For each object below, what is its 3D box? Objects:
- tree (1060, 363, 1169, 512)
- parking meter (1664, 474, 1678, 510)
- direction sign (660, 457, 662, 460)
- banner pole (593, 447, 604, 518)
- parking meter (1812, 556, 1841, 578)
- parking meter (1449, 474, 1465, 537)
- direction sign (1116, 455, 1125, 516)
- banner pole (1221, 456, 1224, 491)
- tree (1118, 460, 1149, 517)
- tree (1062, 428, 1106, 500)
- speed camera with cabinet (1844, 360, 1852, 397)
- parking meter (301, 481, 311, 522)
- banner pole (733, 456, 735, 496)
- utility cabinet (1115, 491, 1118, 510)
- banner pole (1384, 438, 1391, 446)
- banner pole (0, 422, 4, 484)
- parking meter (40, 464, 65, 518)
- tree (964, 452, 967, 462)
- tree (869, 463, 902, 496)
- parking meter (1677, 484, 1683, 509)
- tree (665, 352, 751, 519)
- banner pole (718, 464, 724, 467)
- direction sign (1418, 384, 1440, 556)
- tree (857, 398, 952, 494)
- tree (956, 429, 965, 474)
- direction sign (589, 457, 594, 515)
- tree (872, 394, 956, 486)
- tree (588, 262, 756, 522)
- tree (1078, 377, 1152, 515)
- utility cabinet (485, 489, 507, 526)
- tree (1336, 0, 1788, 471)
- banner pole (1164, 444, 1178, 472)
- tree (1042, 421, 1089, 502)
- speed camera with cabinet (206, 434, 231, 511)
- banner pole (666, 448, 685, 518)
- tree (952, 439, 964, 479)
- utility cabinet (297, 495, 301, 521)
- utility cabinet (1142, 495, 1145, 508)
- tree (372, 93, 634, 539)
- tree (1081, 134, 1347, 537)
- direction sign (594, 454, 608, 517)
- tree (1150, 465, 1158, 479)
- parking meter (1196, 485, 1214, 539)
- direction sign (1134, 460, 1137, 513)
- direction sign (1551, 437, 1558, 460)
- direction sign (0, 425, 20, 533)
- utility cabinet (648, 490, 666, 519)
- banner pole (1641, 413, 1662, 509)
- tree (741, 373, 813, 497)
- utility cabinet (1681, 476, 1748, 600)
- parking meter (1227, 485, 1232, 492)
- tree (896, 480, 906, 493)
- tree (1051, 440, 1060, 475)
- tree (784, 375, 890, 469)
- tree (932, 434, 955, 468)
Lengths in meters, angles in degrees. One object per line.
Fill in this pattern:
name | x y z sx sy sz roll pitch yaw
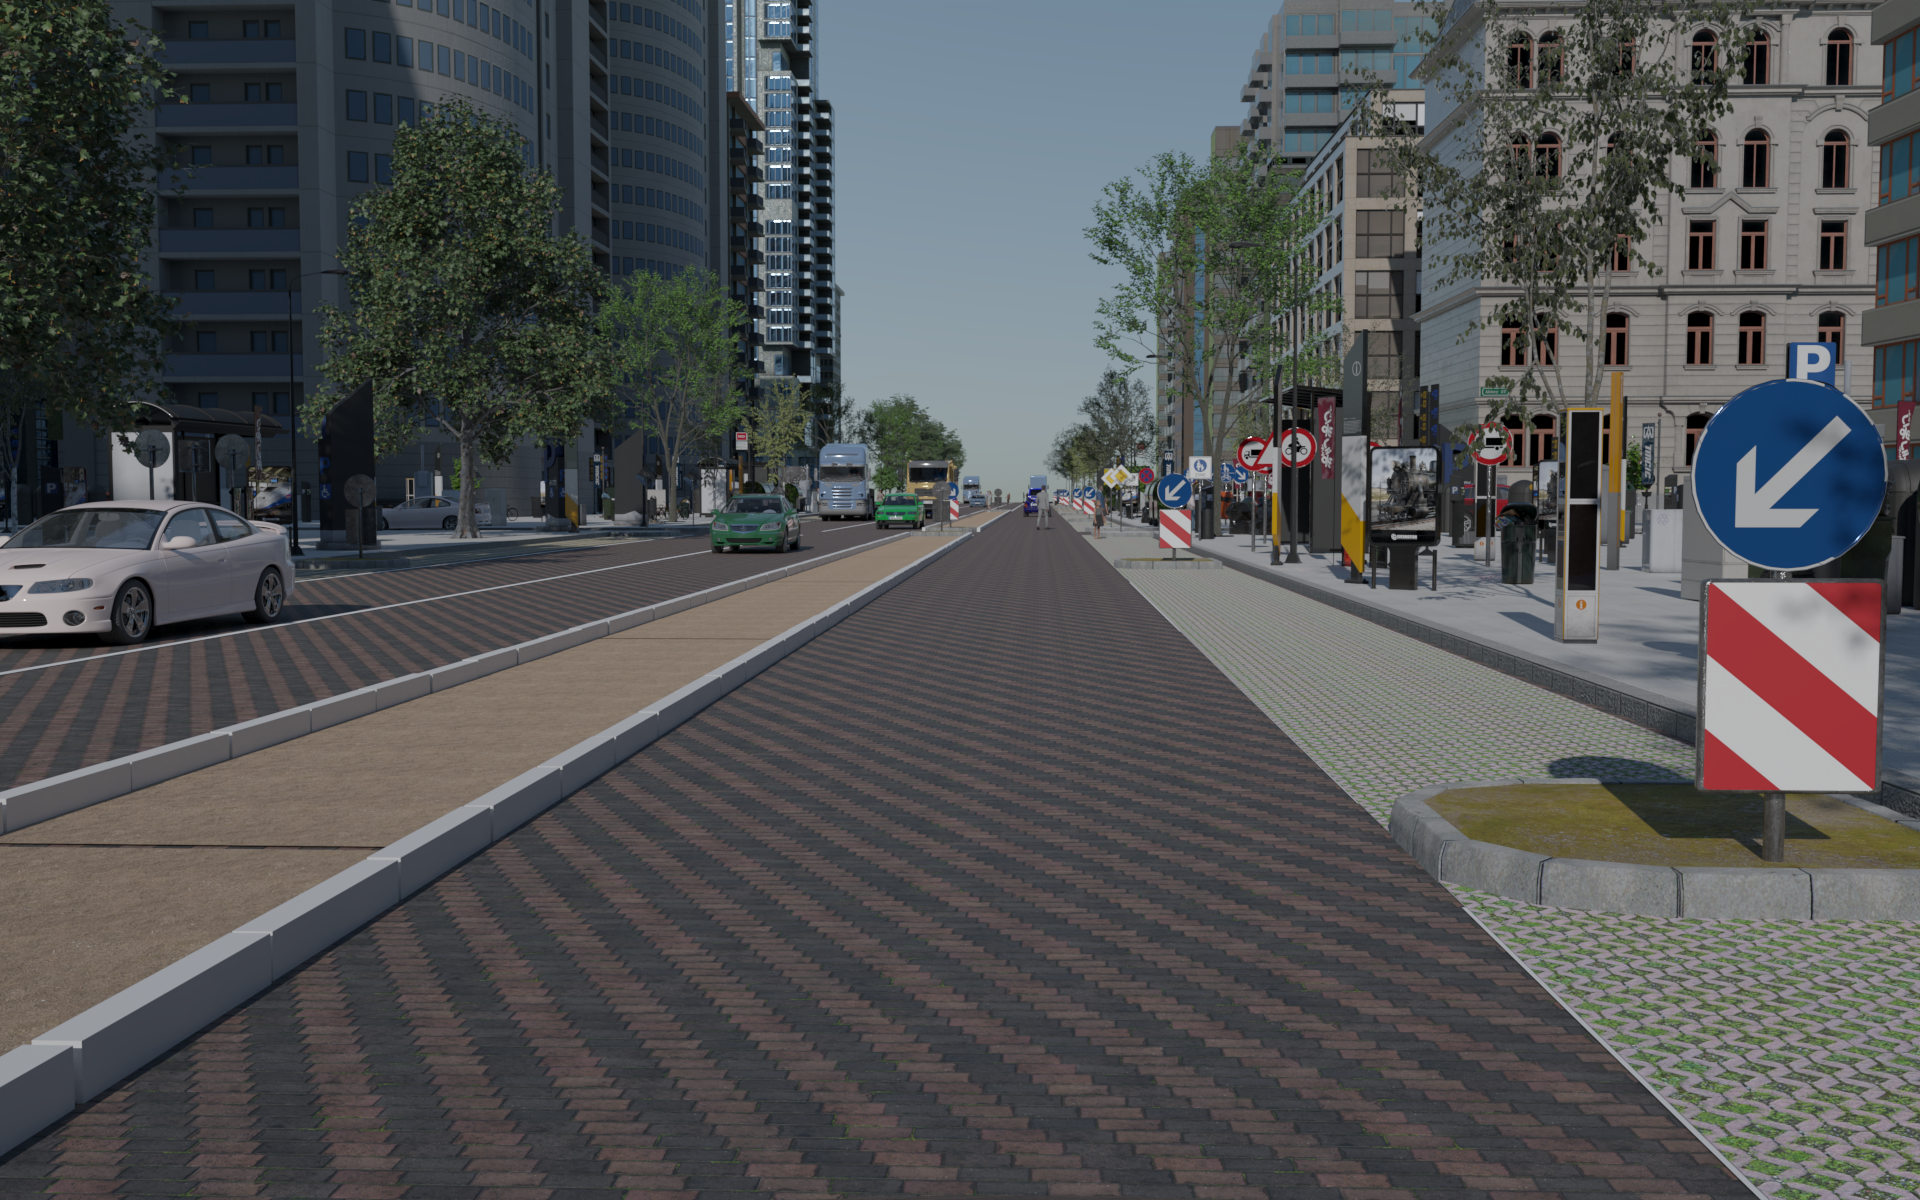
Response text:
tree | 11.397 -11.579 123.733 7.601 10.594 8.767 0 4 7
parking meter | 20.890 -2.766 50.934 0.399 1.863 0.255 -3 5 -45
direction sign | -18.118 -6.906 104.911 0.379 3.537 0.876 0 4 -1
banner pole | -19.117 -6.233 91.923 0.401 3.779 0.863 3 5 42
parking meter | 7.580 -0.422 15.305 0.372 1.533 0.369 0 3 0
parking meter | 14.744 -2.793 51.375 0.399 1.863 0.255 3 5 43
direction sign | 9.365 -6.676 101.146 0.379 3.537 0.876 -2 4 -26
banner pole | 17.100 -7.547 113.405 0.401 3.779 0.863 3 5 43
tree | 9.345 -6.165 95.404 1.663 3.219 1.824 0 3 0
tree | 13.799 -14.476 187.037 4.737 8.622 4.395 0 3 0
speed camera with cabinet | 12.650 -1.952 26.253 0.660 3.252 2.038 -2 4 -30
parking meter | -29.692 -4.462 78.667 0.399 1.863 0.255 2 4 30
banner pole | -14.973 -7.623 114.655 0.401 3.779 0.863 0 4 2
utility cabinet | 12.789 -8.101 141.127 0.318 1.500 1.173 -1 4 -15
banner pole | 19.232 -5.382 78.010 0.401 3.779 0.863 3 4 36
banner pole | -29.486 -3.835 52.713 0.401 3.779 0.863 2 4 32
parking meter | -17.968 -1.750 34.326 0.399 1.863 0.255 -1 4 -23
tree | -2.345 -23.036 302.397 9.928 11.665 9.643 0 3 0
tree | -7.765 -11.981 179.606 4.285 4.588 4.351 0 3 0
parking meter | 18.328 -2.166 43.822 0.372 1.533 0.369 0 3 0
tree | -12.887 -8.481 89.019 4.360 8.622 3.978 0 3 0
banner pole | -17.098 -8.273 125.284 0.863 3.779 0.401 -1 4 -8
direction sign | 9.737 -2.692 36.012 0.379 3.537 0.876 -1 4 -9
tree | -7.739 -16.031 187.867 9.928 11.665 9.643 0 3 0
tree | -3.419 -23.467 290.339 9.857 13.997 8.962 0 3 0
direction sign | -22.701 -7.063 107.481 0.379 3.537 0.876 2 4 28
tree | -6.412 -18.974 216.872 9.857 13.997 8.962 0 3 0
tree | -13.125 -9.348 78.596 9.928 11.665 9.643 0 3 0
tree | 9.940 -9.562 106.694 4.360 8.622 3.978 0 3 0
utility cabinet | -18.595 -3.711 69.349 0.318 1.500 1.173 -3 5 -44
tree | 6.412 -4.149 18.201 4.360 8.622 3.978 0 3 0
banner pole | 10.700 -5.964 87.536 0.863 3.779 0.401 1 4 17
tree | 18.854 -23.223 290.072 12.009 13.543 11.850 0 3 0
speed camera with cabinet | -23.320 -3.681 54.520 0.660 3.252 2.038 -2 4 -33
banner pole | -15.656 -6.396 94.587 0.863 3.779 0.401 -2 4 -33
tree | -5.678 -19.119 238.352 9.928 11.665 9.643 0 3 0
utility cabinet | -31.895 -4.405 83.177 0.306 1.237 1.020 -2 4 -31
utility cabinet | 9.221 -4.391 82.955 1.020 1.237 0.306 3 4 39
tree | -14.177 -8.128 49.896 9.611 12.733 9.660 0 3 0
tree | 7.577 -7.697 51.598 9.928 11.665 9.643 0 3 0
direction sign | -20.317 -6.529 98.750 0.379 3.537 0.876 -3 5 -41
tree | 10.541 -6.414 99.471 1.663 3.219 1.824 0 3 0
parking meter | 7.018 -2.490 49.120 0.372 1.533 0.369 0 3 0
direction sign | 11.773 -7.600 116.259 0.379 3.537 0.876 1 4 12
direction sign | 23.655 -4.672 68.386 0.379 3.537 0.876 -2 4 -24
direction sign | -31.440 -3.977 57.027 0.876 3.537 0.379 -1 4 -20
utility cabinet | -15.673 -4.887 88.589 1.173 1.500 0.318 -1 4 -17
banner pole | 21.355 -3.880 53.448 0.401 3.779 0.863 -2 4 -29
tree | -10.909 -9.446 104.798 4.737 8.622 4.395 0 3 0
utility cabinet | 8.935 -0.722 20.483 0.318 1.500 1.173 0 4 1
parking meter | 16.266 -6.065 104.873 0.255 1.863 0.399 -3 5 -43
tree | -6.881 -12.901 205.530 1.663 3.219 1.824 0 3 0
tree | 16.700 -18.108 230.470 7.601 10.594 8.767 1 4 20
tree | -9.616 -12.259 134.852 8.767 10.594 7.601 0 4 -6
tree | -3.885 -20.485 269.346 7.601 10.594 8.767 -1 4 -11
